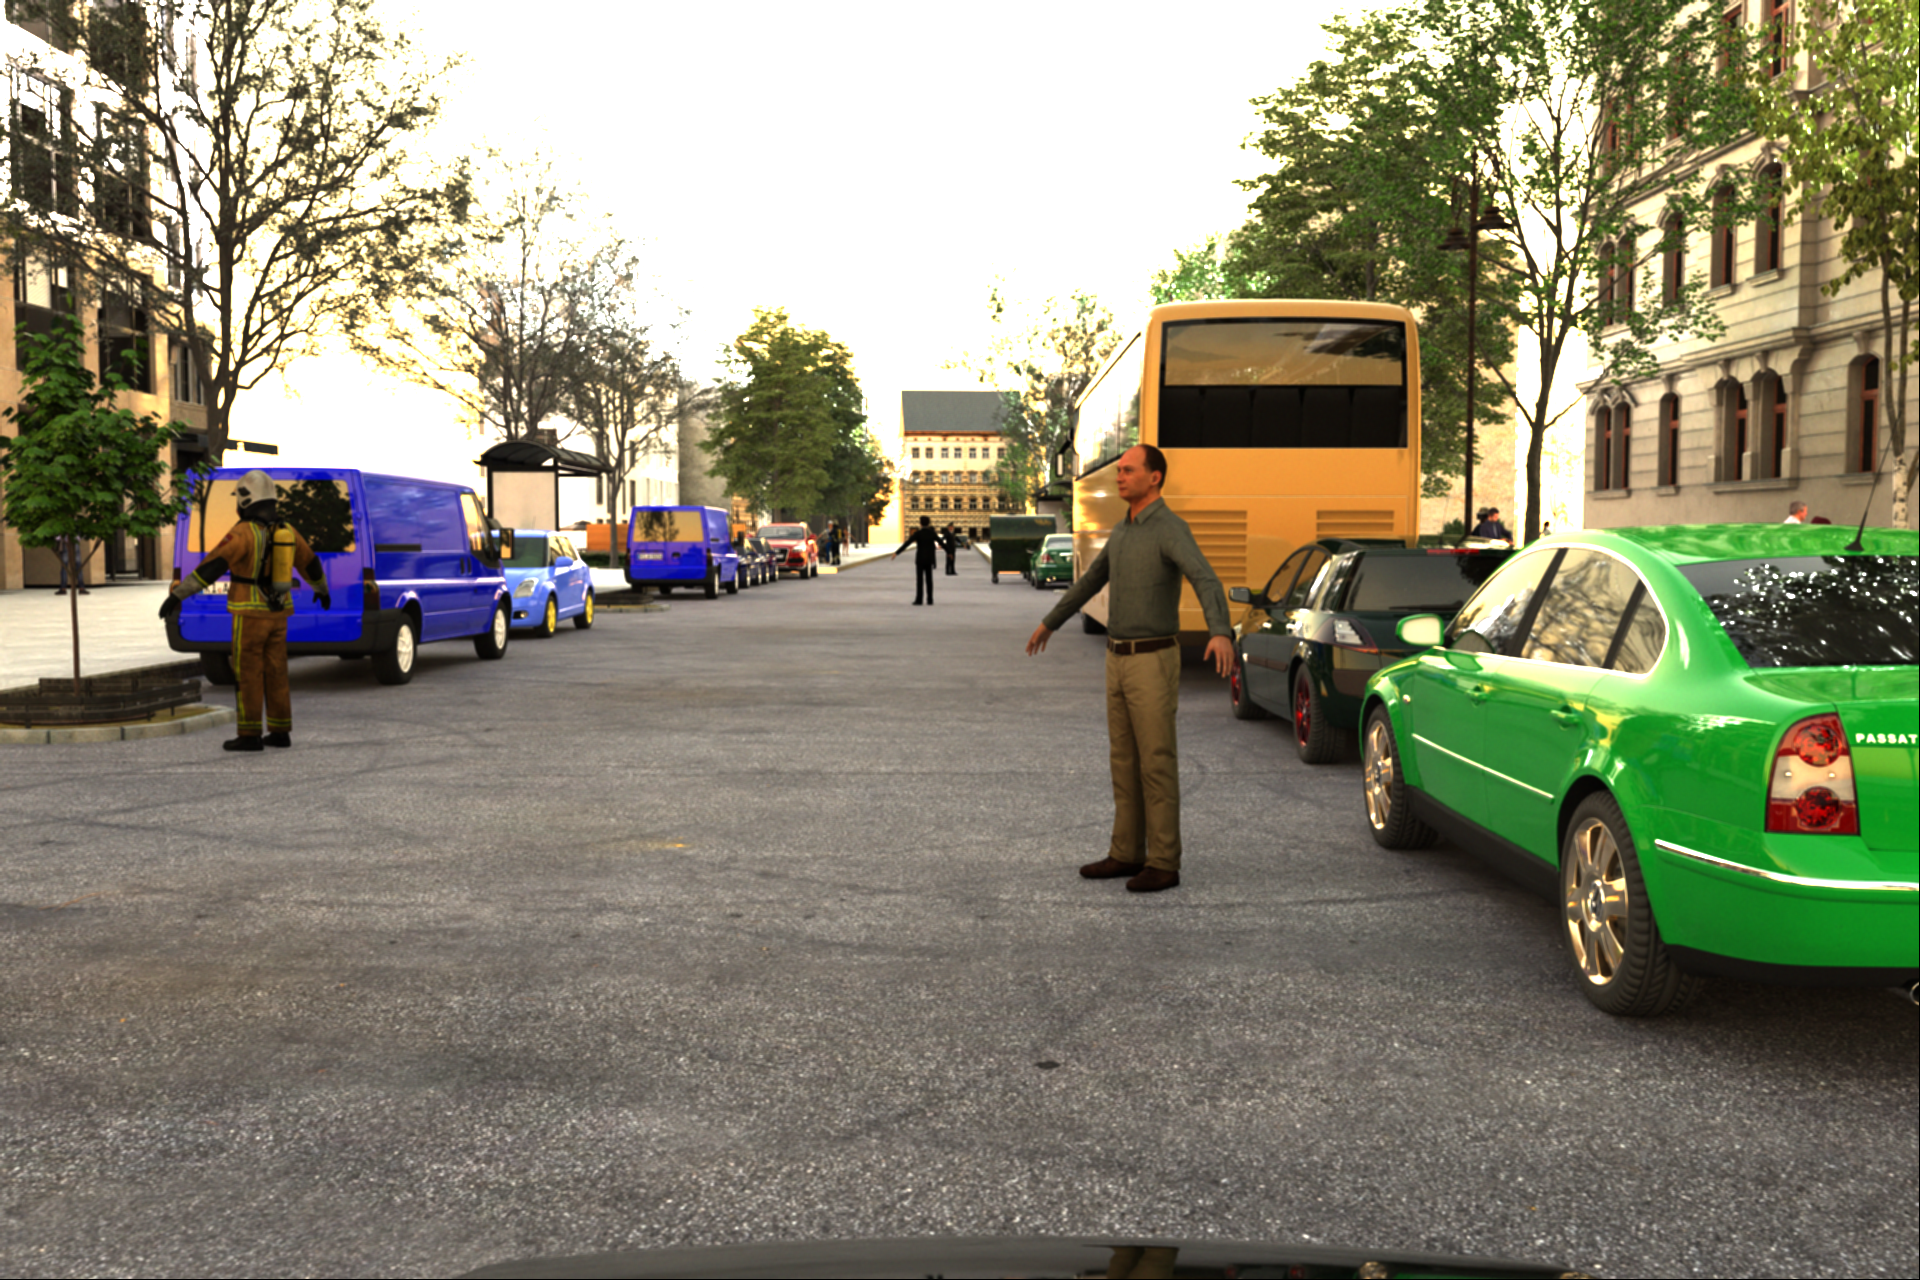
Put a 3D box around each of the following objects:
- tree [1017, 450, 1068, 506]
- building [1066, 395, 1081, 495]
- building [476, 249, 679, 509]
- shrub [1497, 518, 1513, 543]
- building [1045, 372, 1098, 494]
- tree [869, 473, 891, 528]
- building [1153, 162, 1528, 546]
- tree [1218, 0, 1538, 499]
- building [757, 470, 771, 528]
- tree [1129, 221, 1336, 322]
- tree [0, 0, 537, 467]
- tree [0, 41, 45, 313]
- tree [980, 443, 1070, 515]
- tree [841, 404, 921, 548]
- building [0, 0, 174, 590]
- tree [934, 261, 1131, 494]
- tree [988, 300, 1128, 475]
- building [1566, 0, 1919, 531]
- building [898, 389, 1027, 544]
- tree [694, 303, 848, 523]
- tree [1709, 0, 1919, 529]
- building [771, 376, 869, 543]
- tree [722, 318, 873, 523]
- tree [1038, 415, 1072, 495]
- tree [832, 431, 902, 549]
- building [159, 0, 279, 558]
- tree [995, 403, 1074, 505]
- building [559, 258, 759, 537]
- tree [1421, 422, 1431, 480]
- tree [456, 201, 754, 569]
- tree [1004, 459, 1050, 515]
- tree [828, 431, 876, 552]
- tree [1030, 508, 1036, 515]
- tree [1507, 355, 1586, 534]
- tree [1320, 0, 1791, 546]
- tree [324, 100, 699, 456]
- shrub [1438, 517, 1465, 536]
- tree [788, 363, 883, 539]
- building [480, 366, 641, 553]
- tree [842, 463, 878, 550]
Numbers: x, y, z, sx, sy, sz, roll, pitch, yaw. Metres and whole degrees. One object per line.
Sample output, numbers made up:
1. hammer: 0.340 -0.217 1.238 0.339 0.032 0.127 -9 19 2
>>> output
1. tree: 6.135 -11.707 141.764 4.360 8.622 3.978 0 3 0
2. building: 22.451 -22.984 206.715 19.493 23.208 18.063 0 4 0
3. building: -25.896 -15.881 116.076 16.016 20.090 11.380 0 4 -1
4. shrub: 20.042 -3.752 65.382 1.661 2.075 1.752 0 3 0
5. building: 25.390 -23.929 235.208 27.936 21.610 32.646 0 3 0
6. tree: -14.804 -21.664 260.857 9.857 13.997 8.962 0 3 0
7. building: 22.379 -16.866 106.680 19.493 23.208 18.063 0 4 0
8. tree: 8.863 -7.339 38.121 7.486 12.596 7.792 0 3 0
9. building: -26.181 -15.759 199.814 9.099 9.664 28.070 0 4 0
10. tree: 8.865 -8.070 57.697 9.928 11.665 9.643 0 3 0
11. tree: -12.239 -7.221 28.431 12.009 13.543 11.850 0 3 0
12. tree: -12.373 -4.122 17.755 4.360 8.622 3.978 0 3 0
13. tree: 6.403 -13.980 162.978 8.767 10.594 7.601 -2 4 -24
14. tree: -9.162 -15.486 163.560 12.009 13.543 11.850 0 3 0
15. building: -29.835 -13.696 27.128 19.350 26.588 34.151 0 4 -1
16. tree: 4.708 -16.260 121.746 12.611 20.169 13.585 0 3 0
17. tree: 6.264 -11.022 90.578 12.009 13.543 11.850 0 3 0
18. building: 24.777 -15.454 40.061 14.401 28.519 23.554 0 4 0
19. building: 0.076 -26.238 262.382 18.063 23.208 19.493 0 4 -4
20. tree: -9.265 -10.262 85.914 7.486 12.596 7.792 0 3 0
21. tree: 9.194 -4.035 16.327 4.737 8.622 4.395 0 3 0
22. building: -27.190 -24.040 237.034 27.936 21.610 32.646 0 3 0
23. tree: -9.606 -11.981 102.549 9.857 13.997 8.962 0 3 0
24. tree: 6.110 -9.615 107.566 4.360 8.622 3.978 0 3 0
25. tree: -8.994 -13.115 148.845 8.767 10.594 7.601 0 4 5
26. building: -30.501 -18.780 53.165 12.429 33.558 17.177 0 4 0
27. tree: 6.563 -12.789 134.857 9.928 11.665 9.643 0 3 0
28. building: -26.766 -18.987 141.366 19.493 23.208 18.063 0 4 0
29. tree: 17.105 -8.594 74.924 7.601 10.594 8.767 1 4 13
30. tree: -12.744 -9.366 63.511 12.009 13.543 11.850 0 3 0
31. tree: 6.450 -12.111 148.372 4.360 8.622 3.978 0 3 0
32. tree: -9.624 -11.644 124.797 7.601 10.594 8.767 0 4 -7
33. tree: 12.455 -19.036 261.600 4.737 8.622 4.395 0 3 0
34. tree: 23.980 -7.341 70.393 4.360 8.622 3.978 0 3 0
35. tree: 9.501 -6.262 28.137 9.928 11.665 9.643 0 3 0
36. tree: -12.606 -8.508 49.478 12.009 13.543 11.850 0 3 0
37. shrub: 22.850 -4.639 79.885 1.661 2.075 1.752 0 3 0
38. tree: -8.951 -12.011 114.501 7.486 12.596 7.792 0 3 0
39. building: -22.769 -9.640 99.762 9.099 9.664 28.070 0 4 1
40. tree: -9.400 -11.776 142.902 4.360 8.622 3.978 0 3 0
